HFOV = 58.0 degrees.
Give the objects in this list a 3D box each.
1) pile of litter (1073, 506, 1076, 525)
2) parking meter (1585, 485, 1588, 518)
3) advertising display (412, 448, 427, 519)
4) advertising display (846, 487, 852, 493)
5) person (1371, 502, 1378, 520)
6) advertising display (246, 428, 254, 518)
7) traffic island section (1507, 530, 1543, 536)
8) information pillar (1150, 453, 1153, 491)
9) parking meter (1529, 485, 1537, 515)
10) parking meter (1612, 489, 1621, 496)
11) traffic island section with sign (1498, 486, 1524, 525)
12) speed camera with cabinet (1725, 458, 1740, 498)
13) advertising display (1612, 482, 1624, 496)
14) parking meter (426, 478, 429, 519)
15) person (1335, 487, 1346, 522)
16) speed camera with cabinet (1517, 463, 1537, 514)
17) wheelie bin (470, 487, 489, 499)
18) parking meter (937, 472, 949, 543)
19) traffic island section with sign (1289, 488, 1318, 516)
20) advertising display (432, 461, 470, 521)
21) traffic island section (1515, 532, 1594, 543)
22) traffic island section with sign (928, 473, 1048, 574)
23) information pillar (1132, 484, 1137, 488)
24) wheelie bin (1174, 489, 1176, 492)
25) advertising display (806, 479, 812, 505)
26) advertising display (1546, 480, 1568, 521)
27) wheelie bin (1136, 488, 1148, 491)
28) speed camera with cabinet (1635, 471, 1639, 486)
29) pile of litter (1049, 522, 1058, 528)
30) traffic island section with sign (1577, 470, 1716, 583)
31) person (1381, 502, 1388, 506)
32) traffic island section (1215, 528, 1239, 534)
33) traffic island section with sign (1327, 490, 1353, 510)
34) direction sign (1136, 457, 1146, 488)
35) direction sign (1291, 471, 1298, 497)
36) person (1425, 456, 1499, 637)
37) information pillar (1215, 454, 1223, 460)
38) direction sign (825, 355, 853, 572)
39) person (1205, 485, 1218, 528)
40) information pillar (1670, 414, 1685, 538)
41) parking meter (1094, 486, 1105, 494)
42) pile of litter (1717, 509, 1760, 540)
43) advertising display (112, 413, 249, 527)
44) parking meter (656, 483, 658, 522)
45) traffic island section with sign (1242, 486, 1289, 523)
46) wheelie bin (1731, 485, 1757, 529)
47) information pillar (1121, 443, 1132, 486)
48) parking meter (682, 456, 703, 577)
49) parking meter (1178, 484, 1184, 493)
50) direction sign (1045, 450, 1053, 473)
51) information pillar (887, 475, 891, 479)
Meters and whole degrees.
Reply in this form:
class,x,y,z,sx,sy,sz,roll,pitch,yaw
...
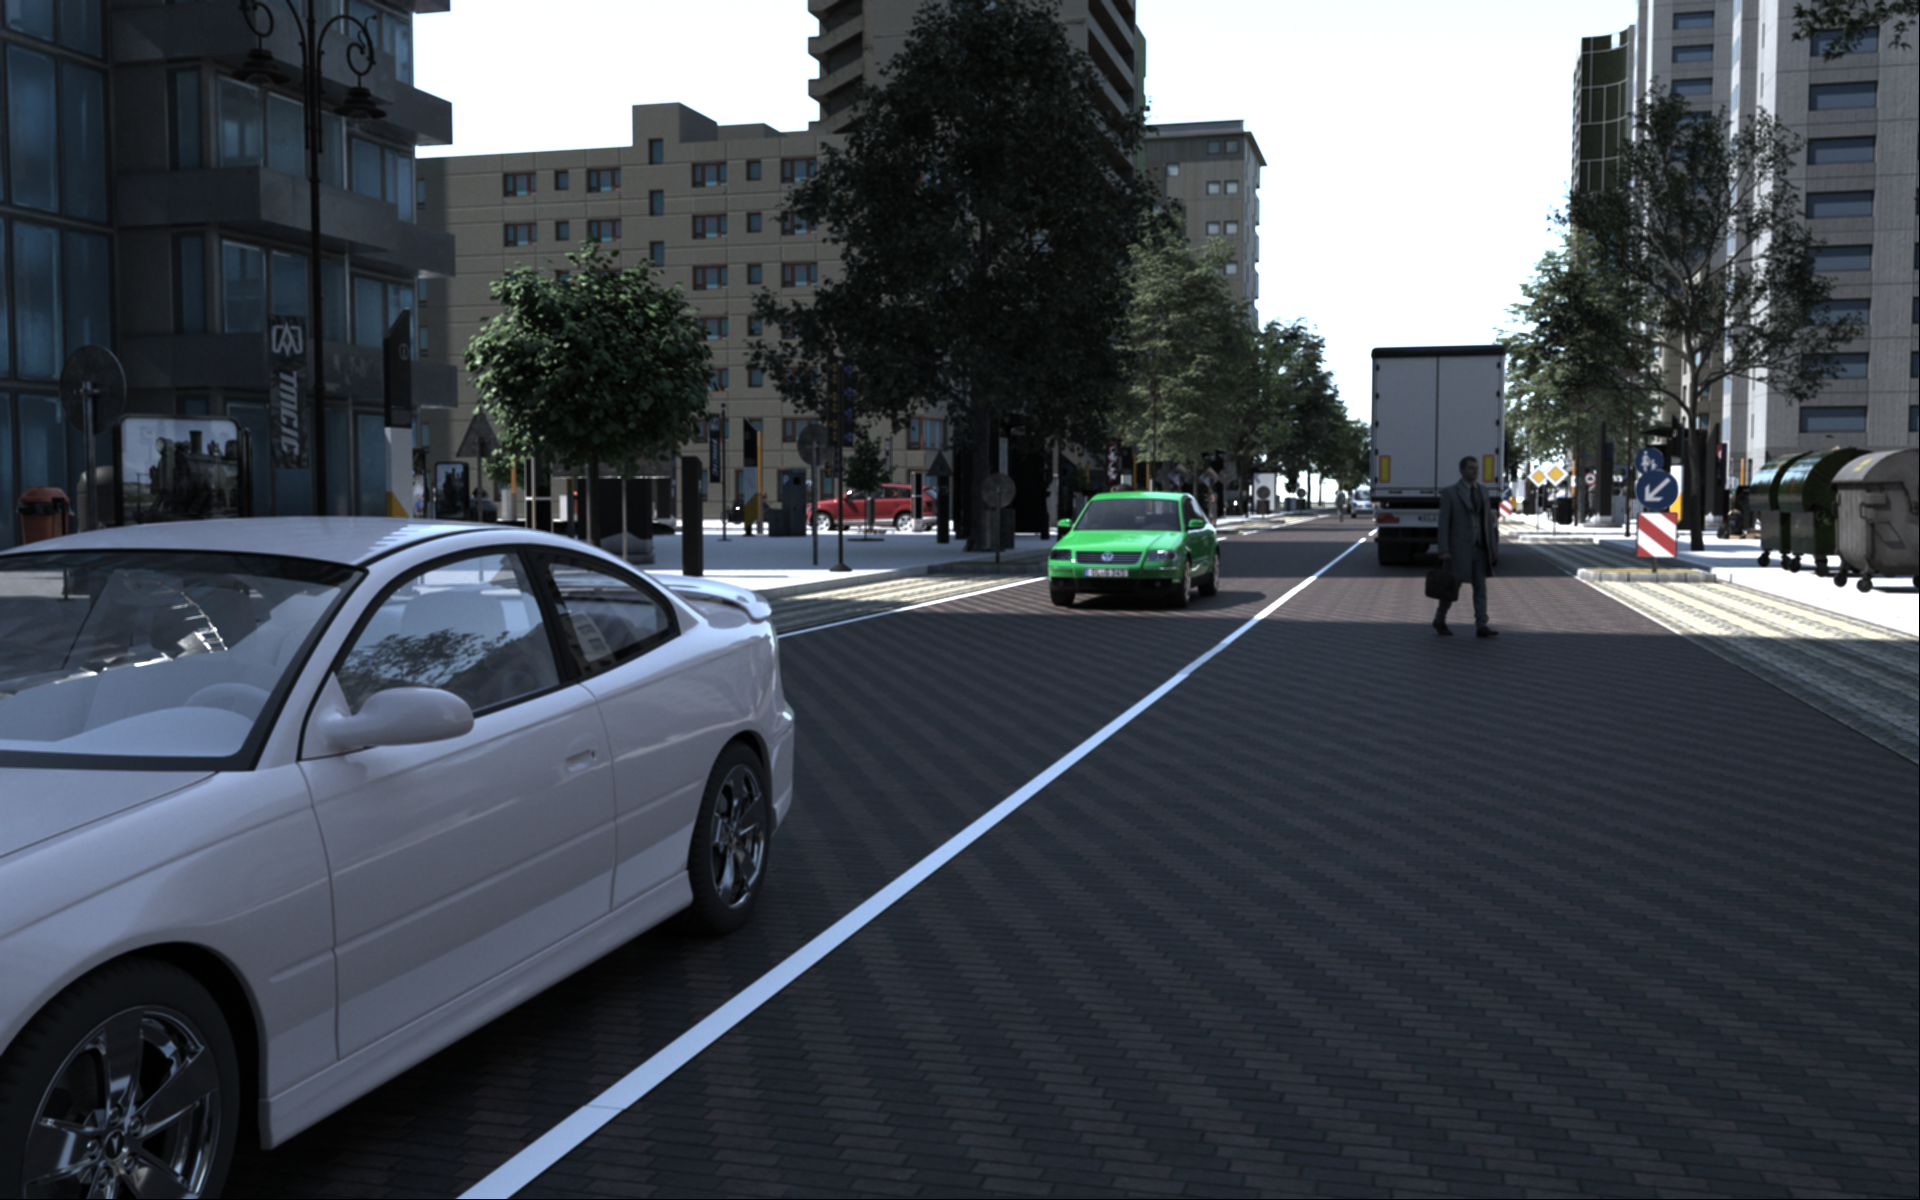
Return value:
class,x,y,z,sx,sy,sz,roll,pitch,yaw
pile of litter,4.689,-3.648,73.606,1.176,0.858,1.719,0,4,4
parking meter,33.147,-5.284,92.110,0.399,1.863,0.255,-1,4,-11
advertising display,-7.701,-1.159,24.158,0.123,1.923,0.974,0,4,7
advertising display,-4.062,-3.884,68.712,0.974,1.923,0.123,-2,4,-35
person,22.578,-5.076,94.081,0.523,1.515,0.503,1,4,12
advertising display,-7.284,-0.714,16.884,0.974,1.923,0.123,2,4,25
traffic island section,20.129,-2.325,60.293,2.009,0.180,2.903,1,4,15
information pillar,10.662,-6.431,96.502,0.183,3.616,0.504,0,4,-1
parking meter,35.185,-6.157,106.384,0.399,1.863,0.255,2,4,24
parking meter,30.346,-4.385,80.113,0.372,1.533,0.369,0,3,0
traffic island section with sign,25.582,-4.477,81.826,1.989,1.847,2.006,1,4,15
speed camera with cabinet,43.197,-6.171,95.234,2.038,3.252,0.660,2,4,33
advertising display,33.730,-5.146,89.348,0.974,1.923,0.123,-1,4,-9
parking meter,-16.863,-2.970,54.264,0.399,1.863,0.255,-1,4,-22
person,19.602,-4.936,89.309,0.635,1.810,0.391,-3,5,-41
speed camera with cabinet,36.469,-7.125,110.828,2.038,3.252,0.660,-3,5,-40
wheelie bin,-22.559,-4.492,81.357,0.693,1.594,0.980,1,4,14
parking meter,-0.442,-2.415,45.192,0.255,1.863,0.399,-1,4,-14
traffic island section with sign,22.004,-6.287,111.413,1.989,1.847,2.006,1,4,15
advertising display,-10.124,-1.794,34.551,0.974,1.923,0.123,3,4,38
traffic island section,18.062,-1.853,52.579,2.009,0.180,2.903,1,4,15
traffic island section with sign,0.621,-1.410,31.674,1.989,1.847,2.006,1,4,15
information pillar,12.212,-7.133,121.119,0.304,2.012,0.304,0,4,-8
wheelie bin,14.038,-6.529,114.652,0.980,1.594,0.693,-3,5,-45
advertising display,-6.537,-4.183,73.613,0.123,1.923,0.974,2,4,34
advertising display,28.157,-4.681,81.741,0.974,1.923,0.123,3,5,40
wheelie bin,9.964,-5.343,95.262,0.980,1.594,0.693,1,4,17
speed camera with cabinet,47.499,-7.658,119.542,0.660,3.252,2.038,-3,4,-38
pile of litter,2.901,-3.117,64.933,1.719,0.858,1.176,1,4,15
traffic island section with sign,11.364,-1.233,28.795,1.989,1.847,2.006,1,4,15
person,32.176,-7.482,130.842,0.660,1.820,0.620,-2,4,-26
traffic island section,9.078,-2.506,63.249,2.009,0.180,2.903,1,4,15
traffic island section with sign,34.929,-9.237,159.646,1.989,1.847,2.006,1,4,15
direction sign,11.044,-6.946,105.566,0.379,3.537,0.876,-2,4,-34
direction sign,26.288,-8.816,136.143,0.379,3.537,0.876,-1,4,-20
person,5.102,-0.541,17.442,0.694,1.812,0.767,-1,4,-19
information pillar,14.369,-6.408,96.119,0.504,3.616,0.183,3,4,36
direction sign,-1.978,-2.240,28.619,0.379,3.537,0.876,2,4,23
person,9.742,-3.580,67.393,0.532,1.782,0.716,0,4,1
information pillar,20.914,-3.620,50.547,0.183,3.616,0.504,-1,4,-14
parking meter,4.452,-2.879,55.484,0.372,1.533,0.369,0,3,0
pile of litter,22.298,-2.158,49.256,1.719,0.858,1.176,-1,4,-12
advertising display,-6.317,-0.540,14.047,0.974,1.923,0.123,-3,5,-42
parking meter,-13.872,-4.562,80.295,0.399,1.863,0.255,2,4,31
traffic island section with sign,14.937,-4.675,85.057,1.989,1.847,2.006,1,4,15
wheelie bin,28.556,-3.362,62.878,0.980,1.594,0.693,0,4,-3
information pillar,7.152,-5.085,74.502,0.504,3.616,0.183,-2,4,-23
parking meter,-4.168,-1.301,26.977,0.255,1.863,0.399,0,4,4
parking meter,11.772,-5.260,91.710,0.255,1.863,0.399,-3,5,-45
direction sign,4.533,-5.944,89.184,0.379,3.537,0.876,-2,4,-28
information pillar,-2.895,-3.833,67.165,0.304,2.012,0.304,-2,4,-30
